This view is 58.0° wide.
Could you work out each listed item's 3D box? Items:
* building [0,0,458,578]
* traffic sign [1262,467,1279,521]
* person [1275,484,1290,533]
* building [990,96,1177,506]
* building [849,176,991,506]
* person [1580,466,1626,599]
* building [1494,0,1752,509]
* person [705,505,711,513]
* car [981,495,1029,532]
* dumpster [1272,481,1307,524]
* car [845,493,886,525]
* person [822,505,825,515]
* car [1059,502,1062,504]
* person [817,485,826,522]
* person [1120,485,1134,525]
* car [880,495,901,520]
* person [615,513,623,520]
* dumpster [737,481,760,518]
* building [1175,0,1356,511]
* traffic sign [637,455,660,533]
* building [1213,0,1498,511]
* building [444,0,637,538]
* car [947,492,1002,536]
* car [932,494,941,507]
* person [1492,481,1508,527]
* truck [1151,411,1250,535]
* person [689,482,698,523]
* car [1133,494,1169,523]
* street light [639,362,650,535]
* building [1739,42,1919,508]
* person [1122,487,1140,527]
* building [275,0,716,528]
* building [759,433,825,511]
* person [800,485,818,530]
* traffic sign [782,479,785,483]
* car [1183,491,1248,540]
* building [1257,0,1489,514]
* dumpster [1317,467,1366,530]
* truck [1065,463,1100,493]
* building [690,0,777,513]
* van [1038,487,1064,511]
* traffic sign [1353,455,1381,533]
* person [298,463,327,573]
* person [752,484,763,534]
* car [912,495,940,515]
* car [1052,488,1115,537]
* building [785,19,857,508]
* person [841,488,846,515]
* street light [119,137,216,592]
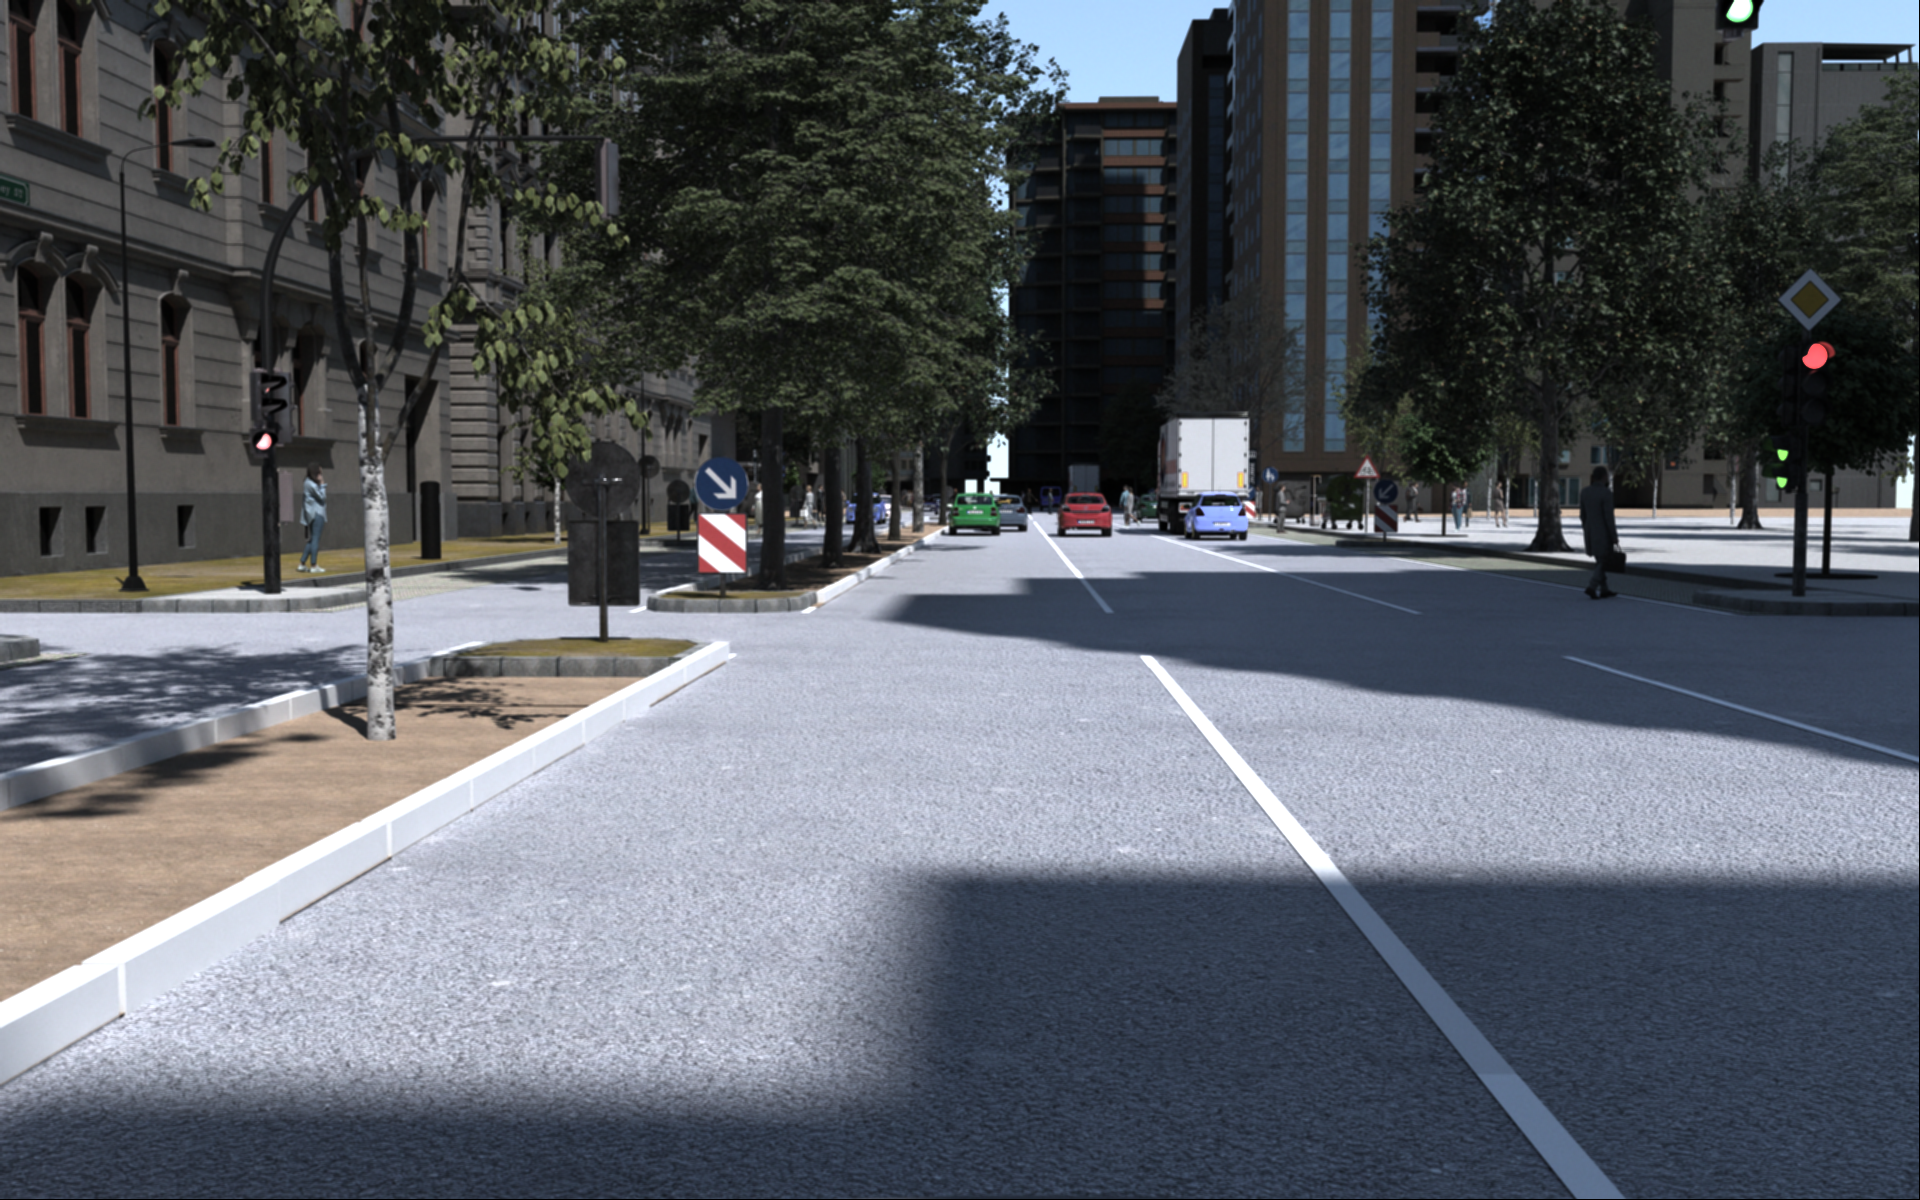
[{"bbox_3d":[-20.613,-15.252,36.754,14.401,28.519,23.554,0,4,2],"label":"building"},{"bbox_3d":[14.543,-4.963,81.251,0.768,2.556,0.104,0,4,5],"label":"traffic sign"},{"bbox_3d":[11.832,-3.340,63.307,0.583,1.804,0.606,0,4,-4],"label":"person"},{"bbox_3d":[17.901,-32.976,193.785,28.867,44.769,22.147,0,4,2],"label":"building"},{"bbox_3d":[-8.527,-31.035,199.303,23.993,40.220,32.217,0,4,2],"label":"building"},{"bbox_3d":[8.808,-0.925,23.727,0.767,1.812,0.694,-1,4,-22],"label":"person"},{"bbox_3d":[58.485,-32.577,156.334,21.600,48.544,21.300,0,4,2],"label":"building"},{"bbox_3d":[-11.640,-4.502,79.449,0.447,1.846,0.655,0,4,-2],"label":"person"},{"bbox_3d":[1.703,-3.395,67.512,2.014,1.417,4.499,0,4,0],"label":"car"},{"bbox_3d":[14.245,-4.219,74.735,1.264,1.857,1.865,0,4,1],"label":"dumpster"},{"bbox_3d":[-4.481,-4.470,82.675,1.945,1.707,3.694,0,4,2],"label":"car"},{"bbox_3d":[-6.550,-4.373,84.661,0.373,1.253,0.362,1,4,21],"label":"person"},{"bbox_3d":[5.832,-4.379,83.399,2.131,1.459,4.920,0,4,4],"label":"car"},{"bbox_3d":[-7.107,-4.955,88.875,0.474,1.900,0.648,-1,4,-21],"label":"person"},{"bbox_3d":[7.696,-4.388,80.101,0.638,1.841,0.748,1,4,13],"label":"person"},{"bbox_3d":[-4.284,-5.081,95.440,2.083,1.381,4.827,0,4,2],"label":"car"},{"bbox_3d":[-11.723,-3.237,59.161,0.606,1.804,0.583,0,4,7],"label":"person"},{"bbox_3d":[-9.366,-4.369,77.188,1.264,1.857,1.865,0,4,2],"label":"dumpster"},{"bbox_3d":[27.734,-31.293,161.745,14.600,45.320,14.200,0,4,2],"label":"building"},{"bbox_3d":[-10.213,-3.465,56.763,0.768,2.556,0.104,0,4,2],"label":"traffic sign"},{"bbox_3d":[29.827,-50.426,137.137,22.319,86.520,31.000,0,4,2],"label":"building"},{"bbox_3d":[-18.304,-14.107,59.527,11.050,23.489,19.941,0,4,2],"label":"building"},{"bbox_3d":[0.506,-3.208,61.253,1.959,1.807,4.718,0,3,0],"label":"car"},{"bbox_3d":[-2.089,-9.540,167.982,2.014,1.417,4.499,0,4,3],"label":"car"},{"bbox_3d":[20.919,-3.713,67.086,0.374,1.781,0.599,-2,4,-31],"label":"person"},{"bbox_3d":[8.813,-4.612,64.321,2.839,4.237,11.283,0,4,2],"label":"truck"},{"bbox_3d":[-11.944,-4.364,77.415,0.660,1.820,0.620,3,5,44],"label":"person"},{"bbox_3d":[9.863,-4.693,88.532,2.131,1.459,4.920,0,4,2],"label":"car"},{"bbox_3d":[-9.409,-5.003,54.344,1.470,5.913,1.316,0,4,2],"label":"street light"},{"bbox_3d":[77.934,-29.178,160.657,14.086,41.232,14.154,0,4,2],"label":"building"},{"bbox_3d":[7.398,-4.015,74.891,0.760,1.731,0.466,-1,4,-8],"label":"person"},{"bbox_3d":[-19.731,-17.966,81.131,14.401,28.519,23.554,0,4,2],"label":"building"},{"bbox_3d":[-17.327,-22.074,132.615,14.160,30.474,14.107,0,4,2],"label":"building"},{"bbox_3d":[-6.067,-3.722,69.703,0.694,1.780,0.624,-3,5,-44],"label":"person"},{"bbox_3d":[-8.946,-5.169,84.511,0.884,2.594,0.081,0,4,7],"label":"traffic sign"},{"bbox_3d":[8.091,-2.774,54.954,1.945,1.707,3.694,0,4,2],"label":"car"},{"bbox_3d":[26.157,-28.491,115.934,14.600,45.320,14.200,0,4,2],"label":"building"},{"bbox_3d":[13.838,-3.685,62.736,1.502,2.255,1.985,0,4,2],"label":"dumpster"},{"bbox_3d":[11.369,-10.501,160.611,2.839,4.237,11.283,0,4,1],"label":"truck"},{"bbox_3d":[-26.231,-31.918,111.092,28.713,52.752,27.495,0,4,2],"label":"building"},{"bbox_3d":[7.772,-8.801,148.278,2.240,2.365,5.245,0,4,2],"label":"van"},{"bbox_3d":[13.455,-3.505,57.309,0.884,2.594,0.081,0,4,4],"label":"traffic sign"},{"bbox_3d":[-10.601,-1.347,28.339,0.793,1.790,0.793,2,4,27],"label":"person"},{"bbox_3d":[-7.094,-3.248,61.835,0.641,1.798,0.478,-2,4,-32],"label":"person"},{"bbox_3d":[-2.332,-6.546,119.614,1.945,1.354,3.894,0,4,0],"label":"car"},{"bbox_3d":[4.266,-3.092,59.596,2.155,1.783,4.494,0,4,2],"label":"car"},{"bbox_3d":[-25.898,-51.712,158.162,31.000,86.520,22.319,0,4,2],"label":"building"},{"bbox_3d":[-6.657,-5.373,96.688,0.374,1.781,0.599,-3,5,-42],"label":"person"},{"bbox_3d":[-10.390,-3.069,22.715,1.470,5.913,1.316,0,4,2],"label":"street light"}]
